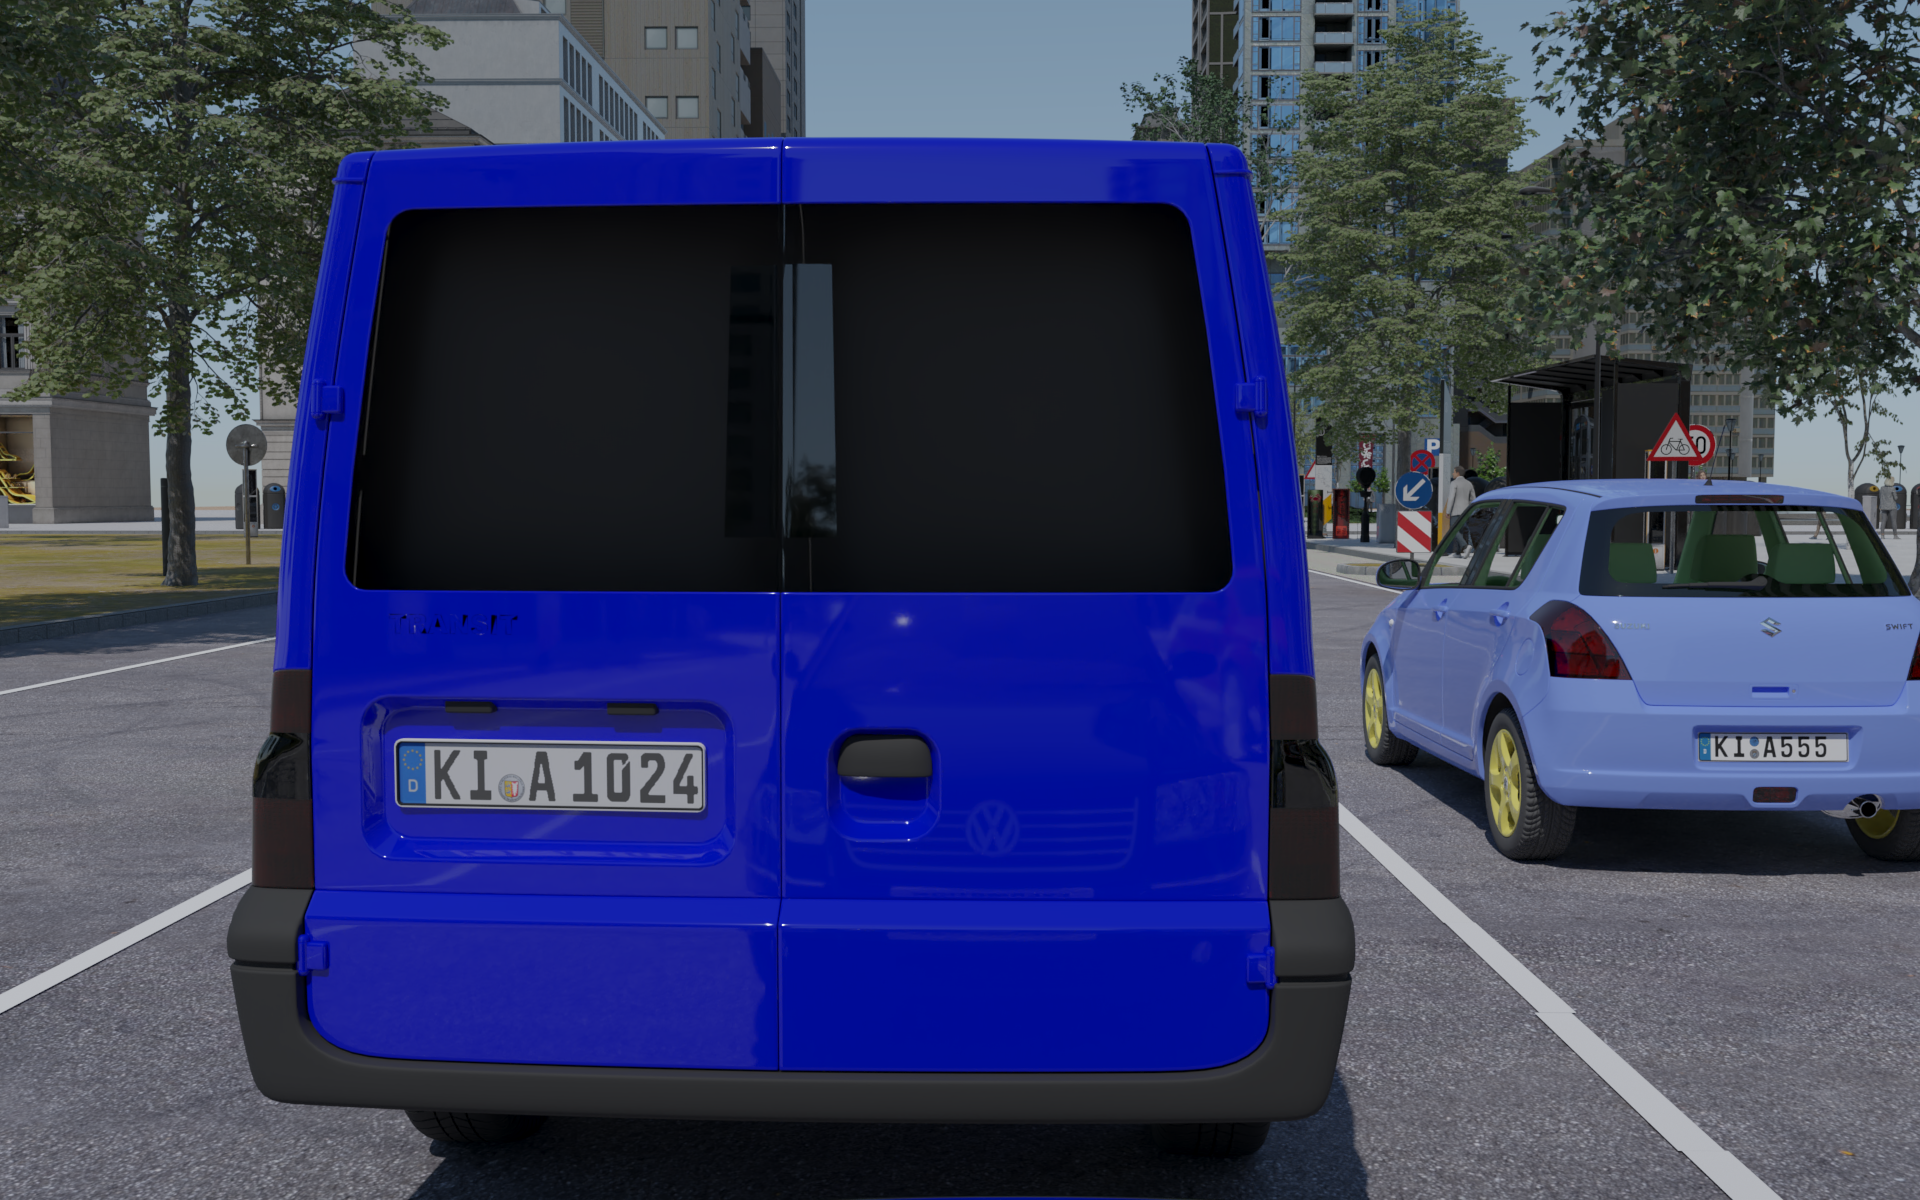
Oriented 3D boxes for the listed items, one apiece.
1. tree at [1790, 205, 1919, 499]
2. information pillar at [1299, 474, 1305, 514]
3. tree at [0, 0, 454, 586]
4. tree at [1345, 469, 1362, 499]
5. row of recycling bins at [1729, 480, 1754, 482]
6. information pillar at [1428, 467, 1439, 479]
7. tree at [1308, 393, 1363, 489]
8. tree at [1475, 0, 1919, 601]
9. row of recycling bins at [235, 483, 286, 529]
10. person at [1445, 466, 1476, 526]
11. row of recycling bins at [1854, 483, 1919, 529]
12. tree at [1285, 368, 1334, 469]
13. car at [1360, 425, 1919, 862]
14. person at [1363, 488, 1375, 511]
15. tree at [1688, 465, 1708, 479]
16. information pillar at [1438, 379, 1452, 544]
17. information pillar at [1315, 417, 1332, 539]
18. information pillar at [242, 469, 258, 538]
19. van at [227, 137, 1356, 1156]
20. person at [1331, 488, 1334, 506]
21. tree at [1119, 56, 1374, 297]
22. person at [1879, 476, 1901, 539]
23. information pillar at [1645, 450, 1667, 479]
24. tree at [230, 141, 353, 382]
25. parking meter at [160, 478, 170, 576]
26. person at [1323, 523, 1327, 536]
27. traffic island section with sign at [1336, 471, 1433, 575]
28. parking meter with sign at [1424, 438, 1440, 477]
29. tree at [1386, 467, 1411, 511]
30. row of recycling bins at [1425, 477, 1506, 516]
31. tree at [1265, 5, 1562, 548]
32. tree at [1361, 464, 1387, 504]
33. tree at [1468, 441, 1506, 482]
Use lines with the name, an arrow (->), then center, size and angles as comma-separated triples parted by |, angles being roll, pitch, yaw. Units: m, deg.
tree -> 20.299, -5.454, 39.541 | 4.360, 8.622, 3.978 | 0, 3, 0
information pillar -> 12.614, -3.669, 64.477 | 0.304, 2.012, 0.304 | -2, 4, -26
tree -> -10.921, -6.500, 24.407 | 7.486, 12.596, 7.792 | 0, 3, 0
tree -> 29.571, -8.195, 128.590 | 1.663, 3.219, 1.824 | 0, 3, 0
row of recycling bins -> 22.852, -2.748, 52.048 | 3.534, 1.692, 1.069 | -2, 4, -30
information pillar -> 12.926, -2.611, 47.189 | 0.304, 2.012, 0.304 | 0, 4, -1
tree -> 25.242, -10.120, 115.825 | 4.360, 8.622, 3.978 | 0, 3, 0
tree -> 10.447, -6.198, 18.339 | 9.611, 12.733, 9.660 | 0, 3, 0
row of recycling bins -> -24.792, -3.465, 63.763 | 3.534, 1.692, 1.069 | -2, 4, -27
person -> 9.975, -1.742, 34.368 | 0.661, 1.843, 0.795 | -2, 4, -26
row of recycling bins -> 34.625, -3.435, 63.283 | 3.534, 1.692, 1.069 | 1, 4, 21
tree -> 19.766, -9.263, 101.811 | 4.737, 8.622, 4.395 | 0, 3, 0
car -> 2.994, 0.093, 8.065 | 1.945, 1.707, 3.694 | 0, 4, 1
person -> 23.876, -5.786, 101.043 | 0.661, 1.777, 0.834 | 0, 4, 7
tree -> 45.343, -6.807, 105.902 | 1.663, 3.219, 1.824 | 0, 3, 0
information pillar -> 9.983, -2.711, 35.678 | 0.183, 3.616, 0.504 | 2, 4, 34
information pillar -> 10.425, -3.571, 49.744 | 0.504, 3.616, 0.183 | 0, 4, -5
information pillar -> -20.930, -2.849, 51.072 | 0.304, 2.012, 0.304 | 3, 4, 37
van -> -0.178, -0.065, 5.447 | 2.240, 2.365, 5.245 | 0, 4, 3
person -> 28.183, -7.581, 130.749 | 0.760, 1.731, 0.466 | -1, 4, -18
tree -> 11.252, -13.312, 73.540 | 12.611, 20.169, 13.585 | 0, 3, 0
person -> 26.409, -2.631, 49.235 | 0.526, 1.800, 0.537 | -1, 4, -19
information pillar -> 11.599, -1.493, 28.909 | 0.304, 2.012, 0.304 | 1, 4, 11
tree -> -12.981, -5.232, 35.901 | 4.360, 8.622, 3.978 | 0, 3, 0
parking meter -> -12.319, -1.147, 27.165 | 0.372, 1.533, 0.369 | 0, 3, 0
person -> 11.150, -2.879, 53.220 | 0.391, 1.810, 0.635 | 1, 4, 12
traffic island section with sign -> 7.855, -1.375, 31.117 | 1.989, 1.847, 2.006 | 0, 4, 1
parking meter with sign -> 14.526, -3.493, 53.365 | 0.543, 3.016, 1.738 | 1, 4, 18
tree -> 23.669, -5.895, 90.988 | 1.663, 3.219, 1.824 | 0, 3, 0
row of recycling bins -> 12.356, -2.146, 42.208 | 1.069, 1.692, 3.534 | -1, 4, -18
tree -> 10.722, -7.485, 40.499 | 7.486, 12.596, 7.792 | 0, 3, 0
tree -> 26.960, -7.075, 110.285 | 1.663, 3.219, 1.824 | 0, 3, 0
tree -> 19.341, -4.185, 63.029 | 1.663, 3.219, 1.824 | 0, 3, 0
